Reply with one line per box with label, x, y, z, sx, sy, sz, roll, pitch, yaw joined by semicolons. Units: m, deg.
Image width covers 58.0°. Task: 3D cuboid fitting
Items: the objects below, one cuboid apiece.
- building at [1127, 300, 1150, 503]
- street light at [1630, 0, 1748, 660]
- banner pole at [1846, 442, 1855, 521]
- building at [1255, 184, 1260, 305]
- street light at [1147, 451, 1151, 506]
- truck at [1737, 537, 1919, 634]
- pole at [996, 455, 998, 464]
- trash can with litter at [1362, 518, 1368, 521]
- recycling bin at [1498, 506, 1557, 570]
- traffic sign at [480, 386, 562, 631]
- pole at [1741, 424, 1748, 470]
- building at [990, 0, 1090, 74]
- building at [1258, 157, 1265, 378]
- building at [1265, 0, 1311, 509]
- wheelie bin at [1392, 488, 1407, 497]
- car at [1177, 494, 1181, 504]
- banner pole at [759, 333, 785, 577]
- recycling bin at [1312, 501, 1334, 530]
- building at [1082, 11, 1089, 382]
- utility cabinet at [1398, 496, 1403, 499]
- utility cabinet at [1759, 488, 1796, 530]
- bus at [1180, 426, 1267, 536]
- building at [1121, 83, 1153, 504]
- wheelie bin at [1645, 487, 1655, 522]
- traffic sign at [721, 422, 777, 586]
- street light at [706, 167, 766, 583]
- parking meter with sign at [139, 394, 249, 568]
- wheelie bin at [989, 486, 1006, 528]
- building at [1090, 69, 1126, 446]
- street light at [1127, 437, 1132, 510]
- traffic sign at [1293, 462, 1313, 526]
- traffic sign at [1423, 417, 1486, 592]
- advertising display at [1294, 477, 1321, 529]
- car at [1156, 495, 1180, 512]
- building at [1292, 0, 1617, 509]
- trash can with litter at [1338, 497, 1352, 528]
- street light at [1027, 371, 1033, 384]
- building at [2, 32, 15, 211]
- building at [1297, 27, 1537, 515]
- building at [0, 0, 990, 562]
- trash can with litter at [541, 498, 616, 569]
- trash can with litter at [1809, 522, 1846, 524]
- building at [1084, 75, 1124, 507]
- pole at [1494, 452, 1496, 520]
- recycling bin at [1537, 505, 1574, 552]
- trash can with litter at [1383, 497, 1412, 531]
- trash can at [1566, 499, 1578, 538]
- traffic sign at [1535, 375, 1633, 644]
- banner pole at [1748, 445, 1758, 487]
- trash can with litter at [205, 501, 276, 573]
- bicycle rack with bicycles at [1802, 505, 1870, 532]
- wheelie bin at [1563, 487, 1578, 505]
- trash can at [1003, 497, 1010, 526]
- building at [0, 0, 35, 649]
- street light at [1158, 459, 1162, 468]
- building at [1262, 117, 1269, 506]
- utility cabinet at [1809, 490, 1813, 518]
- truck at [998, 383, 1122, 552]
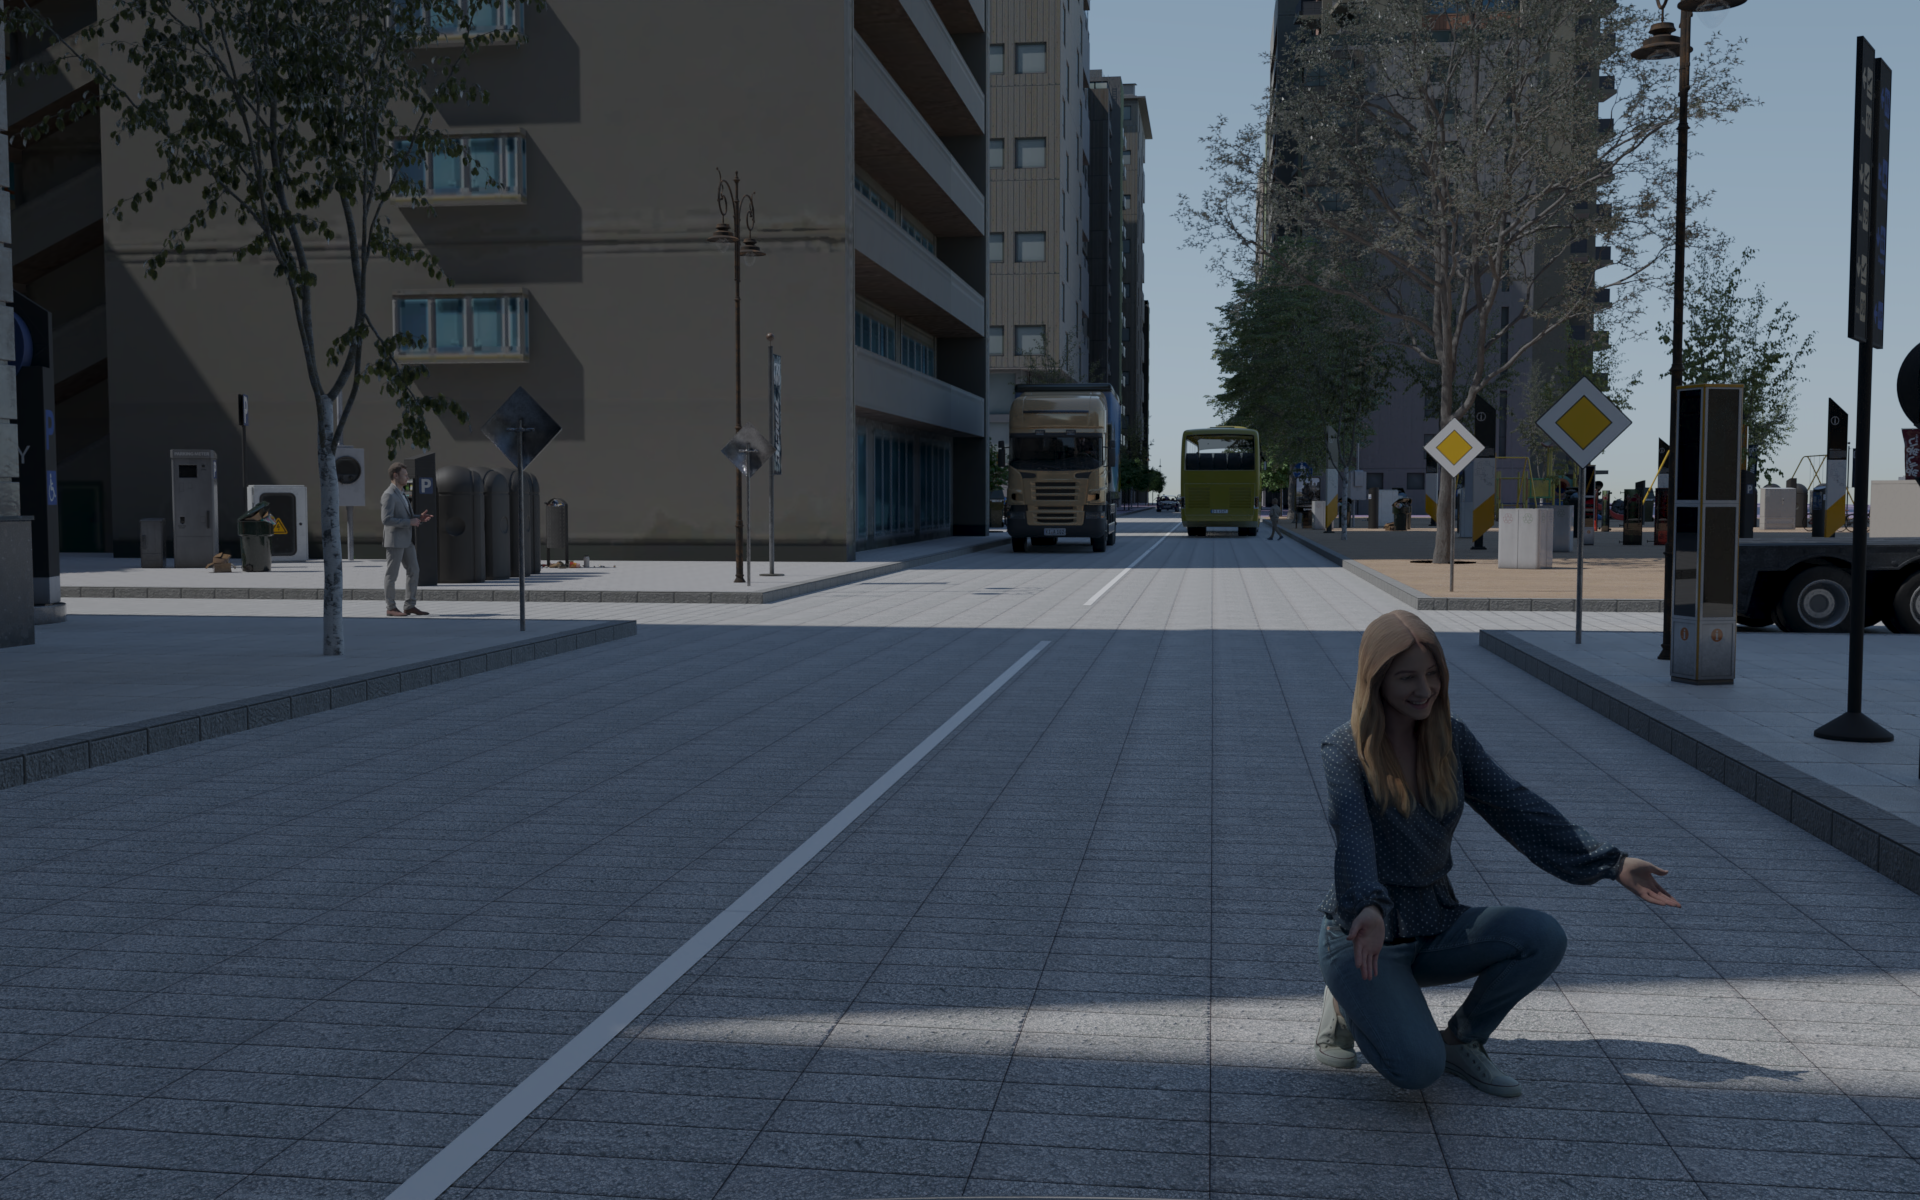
building;19.906;-29.190;248.963;14.160;30.474;14.107;1;4;8
street light;5.511;-2.476;13.268;0.468;5.910;1.993;1;4;8
banner pole;42.771;-5.682;82.923;0.863;3.779;0.401;1;4;23
building;52.155;-37.803;241.775;21.300;48.544;21.600;1;4;8
street light;19.929;-12.862;183.075;0.468;5.910;1.993;1;4;8
truck;16.830;-1.631;16.419;18.799;4.110;2.967;0;4;8
pole;1.808;-5.469;83.263;0.158;3.312;0.155;0;3;0
trash can with litter;20.082;-4.405;83.072;2.233;1.210;1.678;-2;4;-25
recycling bin;9.751;-1.058;29.846;0.722;1.027;0.722;3;4;38
traffic sign;-4.095;-0.766;16.168;0.795;2.450;0.064;1;4;8
pole;22.930;-3.476;50.671;0.158;3.312;0.155;0;3;0
building;-5.592;-32.129;114.552;28.713;52.752;27.495;1;4;8
building;45.780;-35.089;223.819;14.600;45.320;14.200;1;4;8
building;39.091;-32.632;157.232;21.300;48.544;21.600;1;4;8
wheelie bin;21.563;-4.730;85.248;0.693;1.594;0.980;-3;5;-45
car;27.681;-12.553;215.469;2.015;1.641;3.980;0;4;8
banner pole;-2.911;-2.277;27.251;0.401;3.779;0.863;1;4;9
recycling bin;13.077;-3.051;62.430;0.722;1.027;0.722;0;4;7
building;0.512;-50.761;142.618;22.319;86.520;31.000;1;4;8
utility cabinet;20.278;-4.251;80.671;0.306;1.237;1.020;3;5;39
utility cabinet;28.919;-3.214;61.230;1.173;1.500;0.318;0;4;-8
bus;9.469;-4.303;61.897;2.896;3.916;12.252;1;4;10
building;10.450;-39.108;228.653;28.713;52.752;27.495;1;4;8
wheelie bin;31.701;-4.422;80.206;0.980;1.594;0.693;0;4;-1
traffic sign;-2.939;-1.249;24.069;0.795;2.450;0.064;1;4;8
street light;-3.192;-3.189;24.922;0.468;5.910;1.993;1;4;8
parking meter with sign;-13.318;-2.071;30.118;1.738;3.016;0.543;-1;4;-14
wheelie bin;1.262;-3.562;66.143;0.980;1.594;0.693;-1;4;-21
building;7.525;-35.472;199.574;23.786;49.044;30.456;1;4;8
street light;13.750;-10.279;140.847;0.468;5.910;1.993;1;4;8
traffic sign;13.575;-4.189;68.592;0.768;2.556;0.104;1;4;15
traffic sign;6.453;-1.164;22.679;0.795;2.450;0.064;1;4;8
advertising display;12.940;-3.627;64.513;0.974;1.923;0.123;-1;4;-10
car;16.693;-7.728;138.935;1.945;1.354;3.894;1;4;9
building;36.775;-29.211;132.231;22.147;44.769;28.867;1;4;8
trash can with litter;14.643;-3.347;66.105;0.624;1.170;1.055;1;4;13
street light;2.625;-5.669;65.470;0.468;5.910;1.993;1;4;8
building;-39.057;-12.123;43.258;28.899;21.520;27.650;1;4;8
building;28.834;-20.818;112.077;14.160;30.474;14.107;1;4;8
building;-11.156;-25.645;42.996;21.300;48.544;21.600;1;4;8
trash can with litter;-7.251;-1.187;30.464;2.233;1.210;1.678;3;4;38
trash can with litter;36.700;-3.783;72.910;2.233;1.210;1.678;-1;4;-11
building;8.148;-29.482;165.627;14.154;41.232;14.086;1;4;8
pole;26.169;-5.571;84.931;0.158;3.312;0.155;0;3;0
recycling bin;13.218;-1.586;38.484;0.722;1.027;0.722;2;4;24
trash can with litter;15.169;-2.997;60.383;0.624;1.170;1.055;-2;4;-26
trash can;18.152;-2.394;50.800;0.748;1.137;0.748;0;3;0
traffic sign;5.296;-0.681;14.778;0.795;2.450;0.064;1;4;8
banner pole;35.384;-5.363;77.698;0.401;3.779;0.863;-2;4;-33
trash can with litter;-11.796;-1.040;28.394;1.055;1.170;0.624;-2;4;-29
bicycle rack with bicycles;30.363;-2.752;58.378;2.852;0.926;2.925;-1;4;-13
wheelie bin;27.231;-4.225;76.981;0.693;1.594;0.980;-3;4;-38
trash can;2.048;-3.486;68.648;0.748;1.137;0.748;0;3;0
building;-20.708;-13.020;10.146;25.104;27.353;12.463;1;4;8
street light;25.900;-15.377;224.207;0.468;5.910;1.993;1;4;8
building;40.199;-30.915;189.053;14.154;41.232;14.086;1;4;8
utility cabinet;45.453;-5.073;91.627;1.173;1.500;0.318;-2;4;-31
truck;2.884;-3.503;46.196;2.839;4.237;11.283;0;4;7
